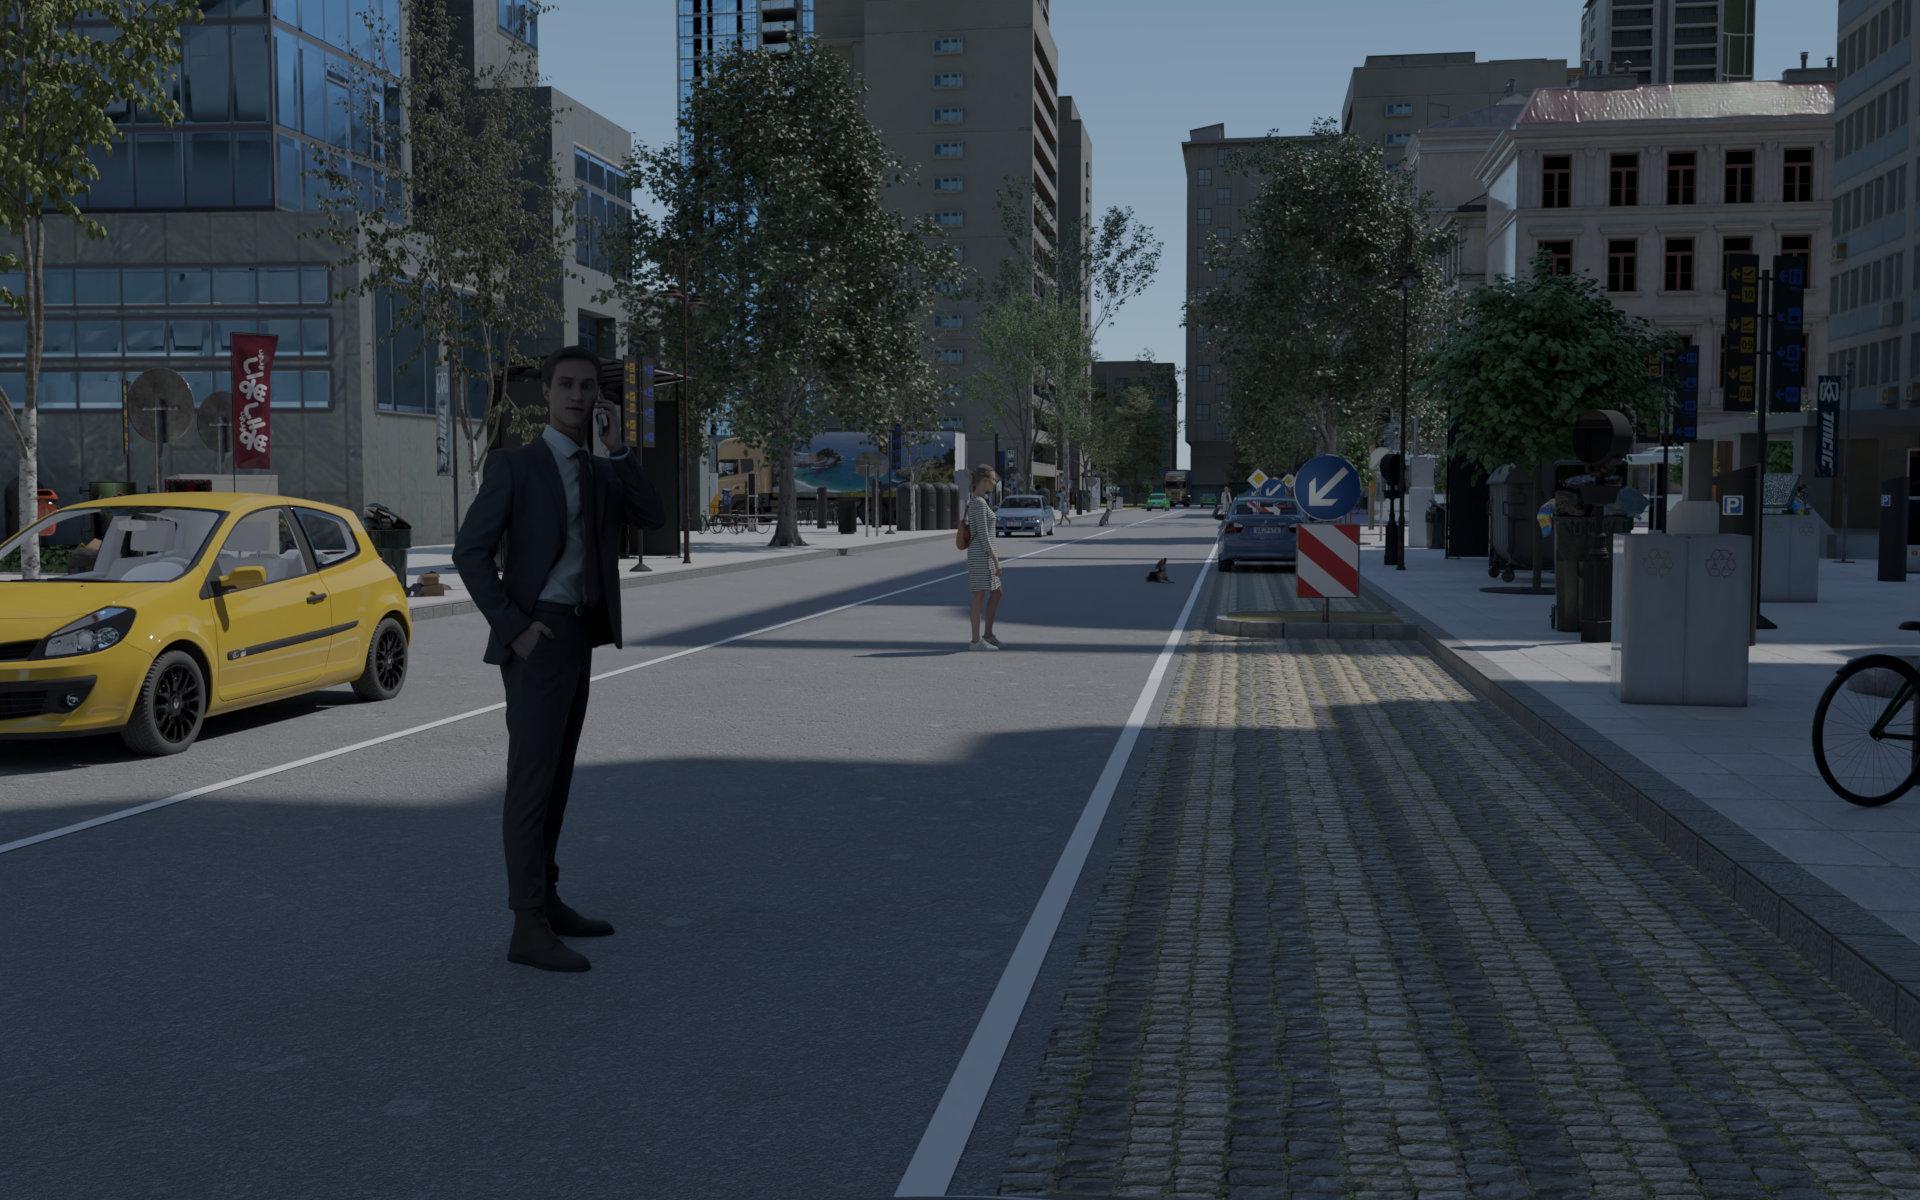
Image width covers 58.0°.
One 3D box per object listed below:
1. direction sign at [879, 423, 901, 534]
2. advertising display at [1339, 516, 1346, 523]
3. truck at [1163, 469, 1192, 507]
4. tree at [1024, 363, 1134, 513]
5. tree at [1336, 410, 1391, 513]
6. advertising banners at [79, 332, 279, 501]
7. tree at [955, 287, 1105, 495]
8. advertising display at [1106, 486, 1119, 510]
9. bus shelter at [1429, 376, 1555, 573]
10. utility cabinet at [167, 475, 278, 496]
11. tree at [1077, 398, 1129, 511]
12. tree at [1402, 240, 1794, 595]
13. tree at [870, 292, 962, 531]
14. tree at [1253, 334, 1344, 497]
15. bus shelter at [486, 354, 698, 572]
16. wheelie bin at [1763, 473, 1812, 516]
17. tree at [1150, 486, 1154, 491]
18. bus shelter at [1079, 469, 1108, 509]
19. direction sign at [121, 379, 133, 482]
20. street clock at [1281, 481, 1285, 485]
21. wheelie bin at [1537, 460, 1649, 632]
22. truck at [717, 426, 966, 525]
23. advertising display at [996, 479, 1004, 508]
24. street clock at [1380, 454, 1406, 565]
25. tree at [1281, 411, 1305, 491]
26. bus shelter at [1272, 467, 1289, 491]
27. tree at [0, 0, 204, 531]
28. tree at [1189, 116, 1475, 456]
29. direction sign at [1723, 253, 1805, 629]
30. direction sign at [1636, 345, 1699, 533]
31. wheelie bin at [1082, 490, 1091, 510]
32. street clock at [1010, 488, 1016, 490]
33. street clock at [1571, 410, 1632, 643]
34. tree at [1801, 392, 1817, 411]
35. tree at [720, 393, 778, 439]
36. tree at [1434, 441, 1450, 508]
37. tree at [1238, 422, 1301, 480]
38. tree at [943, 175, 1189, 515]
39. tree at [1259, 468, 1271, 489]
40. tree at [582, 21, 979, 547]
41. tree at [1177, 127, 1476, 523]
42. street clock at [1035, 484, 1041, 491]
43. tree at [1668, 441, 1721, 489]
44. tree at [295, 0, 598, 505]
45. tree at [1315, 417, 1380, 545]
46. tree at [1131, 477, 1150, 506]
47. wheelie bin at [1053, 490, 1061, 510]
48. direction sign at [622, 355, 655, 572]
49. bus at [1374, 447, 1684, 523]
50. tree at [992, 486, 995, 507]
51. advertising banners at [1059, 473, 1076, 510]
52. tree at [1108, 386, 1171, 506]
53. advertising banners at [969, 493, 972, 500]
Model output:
[{"bbox_3d":[-2.245,-3.882,55.465,0.876,3.537,0.379,2,4,34],"label":"direction sign"},{"bbox_3d":[14.235,-3.680,65.374,0.123,1.923,0.974,-3,4,-36],"label":"advertising display"},{"bbox_3d":[25.051,-12.833,198.735,2.839,4.237,11.283,1,4,11],"label":"truck"},{"bbox_3d":[8.605,-11.338,119.788,7.601,10.594,8.767,2,4,30],"label":"tree"},{"bbox_3d":[26.412,-10.056,114.770,4.737,8.622,4.395,0,3,0],"label":"tree"},{"bbox_3d":[-8.228,-1.358,18.387,2.074,3.025,0.090,-3,5,-43],"label":"advertising banners"},{"bbox_3d":[3.436,-9.906,87.720,9.928,11.665,9.643,0,3,0],"label":"tree"},{"bbox_3d":[12.052,-8.124,138.038,0.974,1.923,0.123,3,5,41],"label":"advertising display"},{"bbox_3d":[9.609,-2.434,31.084,1.731,3.624,6.357,1,4,9],"label":"bus shelter"},{"bbox_3d":[-8.557,-0.701,20.145,0.318,1.500,1.173,3,5,41],"label":"utility cabinet"},{"bbox_3d":[10.527,-11.094,131.741,4.737,8.622,4.395,0,3,0],"label":"tree"},{"bbox_3d":[7.514,-2.381,22.639,4.285,4.588,4.351,0,3,0],"label":"tree"},{"bbox_3d":[-1.768,-6.663,59.299,4.360,8.622,3.978,0,3,0],"label":"tree"},{"bbox_3d":[20.275,-10.988,105.414,9.928,11.665,9.643,0,3,0],"label":"tree"},{"bbox_3d":[-6.559,-2.467,31.619,1.731,3.624,6.357,1,4,9],"label":"bus shelter"},{"bbox_3d":[12.638,-1.149,26.702,0.693,1.594,0.980,-2,4,-32],"label":"wheelie bin"},{"bbox_3d":[23.041,-13.448,214.478,1.663,3.219,1.824,0,3,0],"label":"tree"},{"bbox_3d":[11.118,-9.183,144.069,2.014,3.302,5.546,1,4,9],"label":"bus shelter"},{"bbox_3d":[-16.571,-2.601,34.528,0.379,3.537,0.876,-1,4,-16],"label":"direction sign"},{"bbox_3d":[17.599,-5.510,94.660,0.358,2.002,0.471,1,4,21],"label":"street clock"},{"bbox_3d":[5.912,-0.507,16.192,0.980,1.594,0.693,1,4,17],"label":"wheelie bin"},{"bbox_3d":[-5.490,-5.188,73.744,11.283,4.237,2.839,1,4,11],"label":"truck"},{"bbox_3d":[1.760,-4.350,76.341,0.123,1.923,0.974,-1,4,-13],"label":"advertising display"},{"bbox_3d":[7.781,-1.628,31.184,0.471,2.002,0.358,-3,4,-38],"label":"street clock"},{"bbox_3d":[25.146,-11.054,131.088,4.737,8.622,4.395,0,3,0],"label":"tree"},{"bbox_3d":[25.310,-8.946,137.556,1.731,3.624,6.357,1,4,9],"label":"bus shelter"},{"bbox_3d":[-8.243,-3.934,14.687,4.737,8.622,4.395,0,3,0],"label":"tree"},{"bbox_3d":[18.684,-14.012,84.993,12.611,20.169,13.585,0,3,0],"label":"tree"},{"bbox_3d":[7.628,-1.498,16.493,0.876,3.537,0.379,-1,4,-17],"label":"direction sign"},{"bbox_3d":[10.801,-2.111,26.510,0.876,3.537,0.379,1,4,12],"label":"direction sign"},{"bbox_3d":[10.042,-7.905,137.150,0.980,1.594,0.693,3,4,38],"label":"wheelie bin"},{"bbox_3d":[3.811,-7.341,124.602,0.358,2.002,0.471,3,4,36],"label":"street clock"},{"bbox_3d":[5.524,-0.636,14.967,0.358,2.002,0.471,-2,4,-28],"label":"street clock"},{"bbox_3d":[26.428,-4.353,54.879,4.285,4.588,4.351,0,3,0],"label":"tree"},{"bbox_3d":[-10.959,-8.649,91.769,4.737,8.622,4.395,0,3,0],"label":"tree"},{"bbox_3d":[17.351,-4.120,61.969,1.663,3.219,1.824,0,3,0],"label":"tree"},{"bbox_3d":[28.657,-14.597,156.792,7.486,12.596,7.792,0,3,0],"label":"tree"},{"bbox_3d":[4.988,-15.218,104.701,12.611,20.169,13.585,0,3,0],"label":"tree"},{"bbox_3d":[33.679,-12.571,189.250,4.285,4.588,4.351,0,3,0],"label":"tree"},{"bbox_3d":[-4.352,-7.680,42.570,9.611,12.733,9.660,0,3,0],"label":"tree"},{"bbox_3d":[11.743,-8.422,54.701,9.611,12.733,9.660,0,3,0],"label":"tree"},{"bbox_3d":[5.709,-7.488,127.002,0.471,2.002,0.358,0,4,-5],"label":"street clock"},{"bbox_3d":[22.812,-3.624,53.857,1.663,3.219,1.824,0,3,0],"label":"tree"},{"bbox_3d":[-6.835,-4.501,23.955,4.360,8.622,3.978,0,3,0],"label":"tree"},{"bbox_3d":[10.044,-3.019,43.961,1.663,3.219,1.824,0,3,0],"label":"tree"},{"bbox_3d":[19.722,-12.043,191.509,1.663,3.219,1.824,0,3,0],"label":"tree"},{"bbox_3d":[7.906,-8.090,140.186,0.693,1.594,0.980,-3,4,-36],"label":"wheelie bin"},{"bbox_3d":[-5.293,-2.239,28.612,0.379,3.537,0.876,1,4,23],"label":"direction sign"},{"bbox_3d":[22.339,-4.548,69.220,13.247,3.499,2.948,1,4,10],"label":"bus"},{"bbox_3d":[2.776,-8.909,140.270,1.663,3.219,1.824,0,3,0],"label":"tree"},{"bbox_3d":[9.059,-9.005,143.412,2.074,3.025,0.090,-2,4,-28],"label":"advertising banners"},{"bbox_3d":[18.813,-16.178,182.640,7.486,12.596,7.792,0,3,0],"label":"tree"},{"bbox_3d":[0.136,-9.326,148.675,2.074,3.025,0.090,0,4,-2],"label":"advertising banners"}]
